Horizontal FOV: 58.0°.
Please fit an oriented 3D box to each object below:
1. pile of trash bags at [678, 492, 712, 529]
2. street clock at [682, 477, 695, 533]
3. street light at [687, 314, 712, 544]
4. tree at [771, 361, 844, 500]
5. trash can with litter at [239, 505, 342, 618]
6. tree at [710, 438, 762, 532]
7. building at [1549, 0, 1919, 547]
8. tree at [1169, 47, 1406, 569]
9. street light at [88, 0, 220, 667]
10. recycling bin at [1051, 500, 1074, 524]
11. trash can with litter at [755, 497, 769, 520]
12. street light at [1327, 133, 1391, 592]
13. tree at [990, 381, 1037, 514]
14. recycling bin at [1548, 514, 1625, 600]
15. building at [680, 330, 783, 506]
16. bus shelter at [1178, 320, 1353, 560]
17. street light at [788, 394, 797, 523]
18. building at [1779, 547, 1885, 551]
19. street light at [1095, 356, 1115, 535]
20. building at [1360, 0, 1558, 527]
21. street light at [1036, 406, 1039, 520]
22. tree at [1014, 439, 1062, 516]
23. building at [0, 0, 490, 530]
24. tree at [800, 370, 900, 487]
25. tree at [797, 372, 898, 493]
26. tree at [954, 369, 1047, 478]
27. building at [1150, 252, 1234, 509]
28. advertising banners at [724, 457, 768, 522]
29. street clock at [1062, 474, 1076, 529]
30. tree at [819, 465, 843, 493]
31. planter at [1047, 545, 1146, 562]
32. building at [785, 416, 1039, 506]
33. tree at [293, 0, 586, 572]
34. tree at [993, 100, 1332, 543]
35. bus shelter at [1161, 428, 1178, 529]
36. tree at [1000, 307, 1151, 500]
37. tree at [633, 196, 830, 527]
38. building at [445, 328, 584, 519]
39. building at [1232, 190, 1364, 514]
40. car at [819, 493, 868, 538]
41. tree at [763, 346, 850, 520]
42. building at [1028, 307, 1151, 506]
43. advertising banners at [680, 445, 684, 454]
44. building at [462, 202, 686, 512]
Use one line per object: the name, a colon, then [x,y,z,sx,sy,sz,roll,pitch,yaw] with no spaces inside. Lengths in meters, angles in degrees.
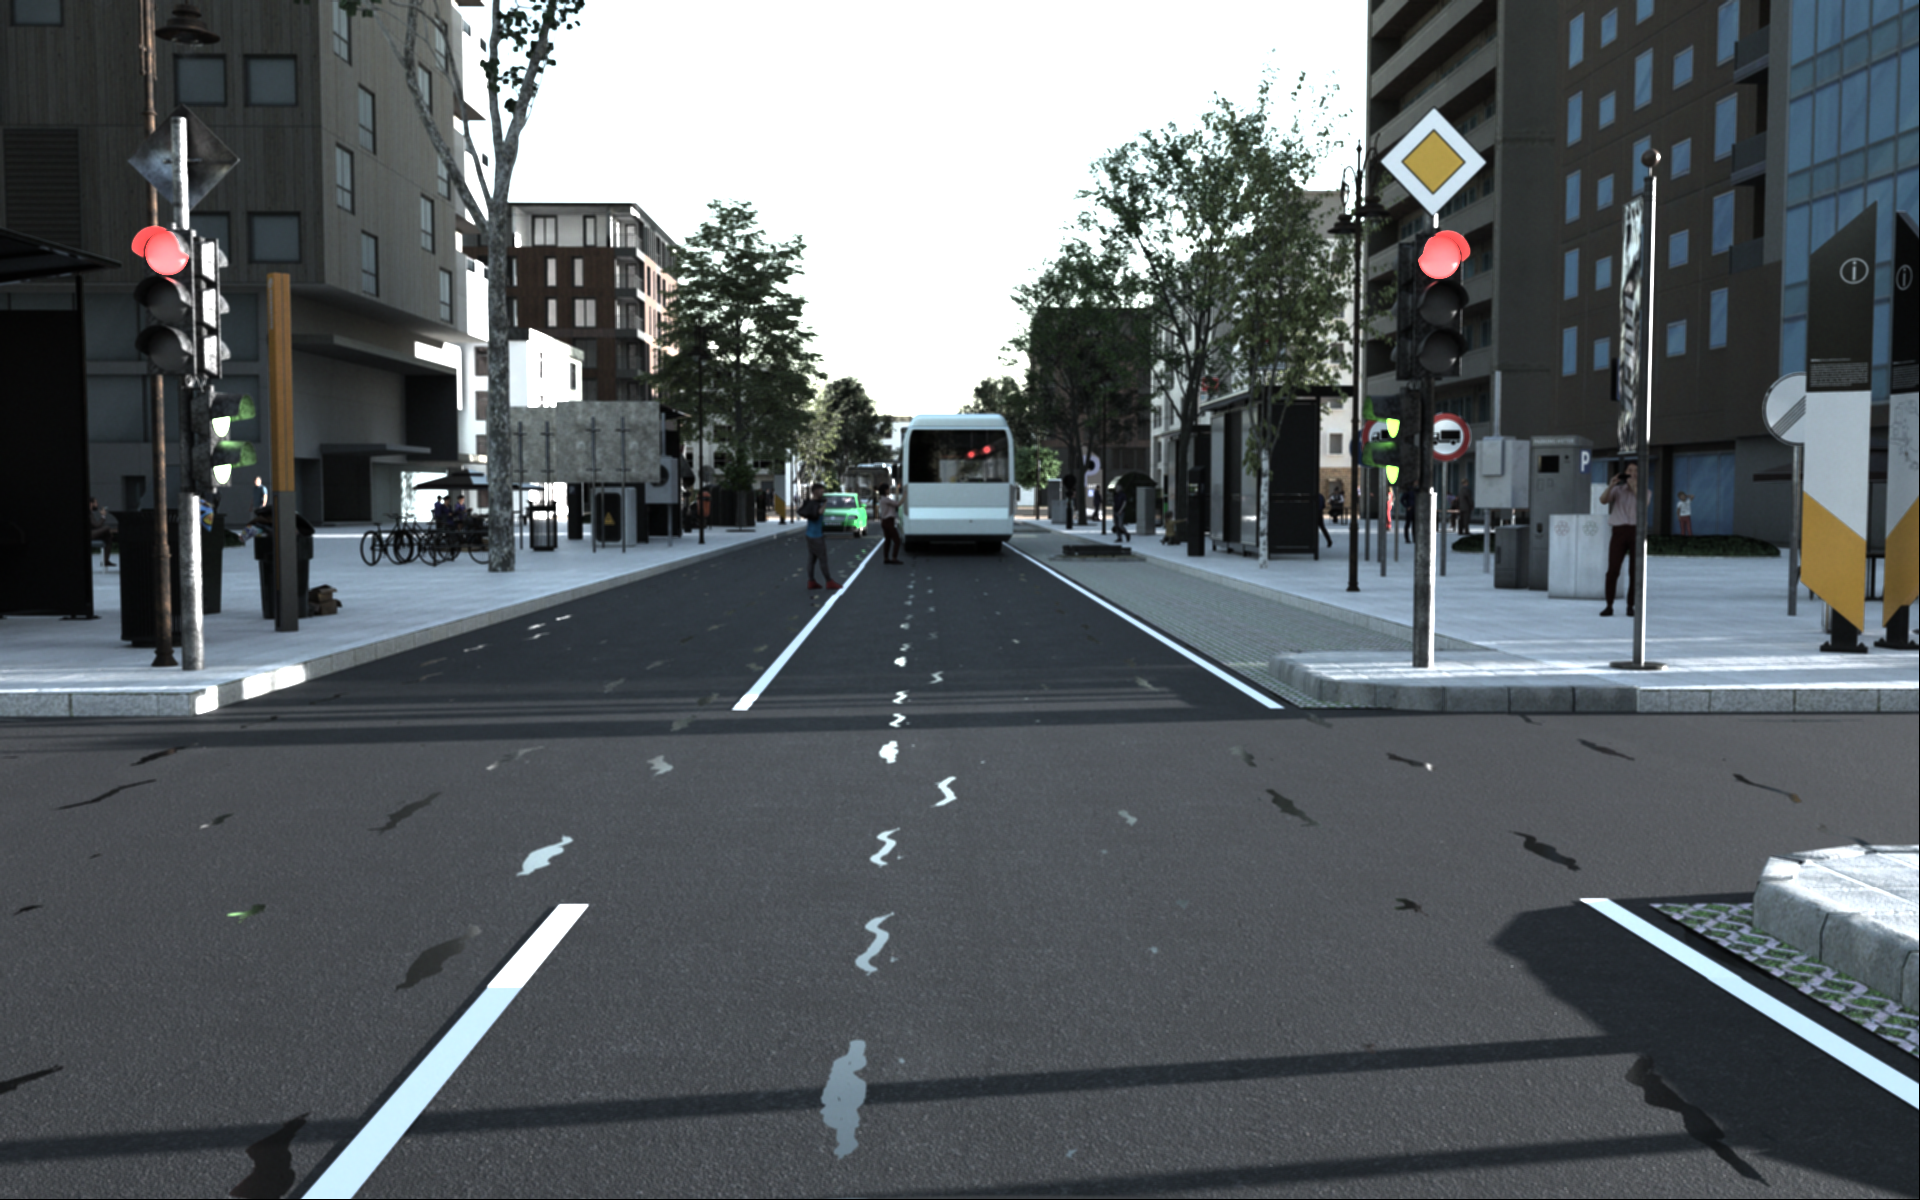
pile of trash bags: [-10.105,-3.316,63.975,1.912,1.369,3.447,-3,4,-36]
street clock: [-9.061,-3.244,57.605,0.471,2.002,0.358,-3,4,-39]
street light: [-6.679,-4.393,44.609,0.468,5.910,1.993,0,4,-1]
tree: [-7.998,-8.692,92.470,4.737,8.622,4.395,0,3,0]
trash can with litter: [-6.985,-0.413,18.144,0.624,1.170,1.055,1,4,11]
tree: [-7.542,-3.966,59.446,1.663,3.219,1.824,0,3,0]
building: [27.022,-24.495,50.610,14.600,45.320,14.200,0,4,-1]
tree: [5.459,-4.852,29.699,4.737,8.622,4.395,0,3,0]
street light: [-5.944,-2.445,12.765,0.468,5.910,1.993,0,4,-1]
recycling bin: [4.430,-3.807,74.791,0.722,1.027,0.722,-2,4,-33]
trash can with litter: [-9.846,-4.604,86.655,0.624,1.170,1.055,-2,4,-31]
street light: [5.189,-3.052,22.684,0.468,5.910,1.993,0,4,-1]
tree: [3.488,-9.821,110.931,4.360,8.622,3.978,0,3,0]
recycling bin: [7.729,-0.538,21.354,0.722,1.027,0.722,3,4,39]
building: [-35.459,-19.964,192.871,31.486,18.905,16.747,0,4,-1]
bus shelter: [6.548,-3.674,37.708,2.179,5.291,8.768,0,4,-1]
street light: [-7.428,-6.340,76.454,0.468,5.910,1.993,0,4,-1]
building: [26.348,-23.563,35.371,14.200,45.320,14.600,0,4,-1]
street light: [4.555,-5.007,54.646,0.468,5.910,1.993,0,4,-1]
building: [31.367,-27.729,77.069,21.300,48.544,21.600,0,4,-1]
street light: [3.882,-6.963,86.629,0.468,5.910,1.993,0,4,-1]
tree: [4.306,-7.179,101.085,4.285,4.588,4.351,0,3,0]
building: [-35.913,-29.540,72.211,28.713,52.752,27.495,0,4,-1]
tree: [-10.399,-14.877,160.254,9.611,12.733,9.660,0,3,0]
tree: [-9.241,-12.125,132.654,7.601,10.594,8.767,3,5,43]
tree: [3.458,-14.771,158.507,9.611,12.733,9.660,0,3,0]
building: [25.325,-16.431,135.107,16.747,18.905,31.486,0,4,-1]
advertising banners: [-9.872,-5.113,79.790,2.074,3.025,0.090,1,4,11]
street clock: [3.999,-3.594,63.327,0.471,2.002,0.358,-1,4,-10]
tree: [-8.749,-7.487,117.020,1.663,3.219,1.824,0,3,0]
planter: [2.912,-1.001,37.507,1.991,0.319,1.994,0,4,-1]
building: [-5.315,-15.141,189.700,28.070,9.664,9.099,0,4,-1]
tree: [-9.070,-10.548,28.357,12.611,20.169,13.585,0,3,0]
tree: [6.093,-7.356,46.027,9.928,11.665,9.643,0,3,0]
bus shelter: [7.847,-4.824,56.507,2.179,5.291,8.768,0,4,-1]
tree: [5.412,-8.933,80.472,7.601,10.594,8.767,0,4,-7]
tree: [-8.748,-9.102,66.948,7.486,12.596,7.792,0,3,0]
building: [-26.613,-9.764,101.795,9.099,9.664,28.070,0,4,-1]
building: [26.211,-15.735,113.691,16.016,20.091,11.380,0,4,-1]
car: [-4.102,-3.030,58.344,1.959,1.807,4.718,0,4,1]
tree: [-7.629,-8.176,84.039,4.360,8.622,3.978,0,3,0]
building: [24.933,-21.794,200.299,32.646,21.610,27.936,0,4,-1]
advertising banners: [-10.788,-3.991,61.445,2.074,3.025,0.090,0,4,3]
building: [-39.209,-17.813,135.218,32.646,21.610,27.936,0,4,-1]
